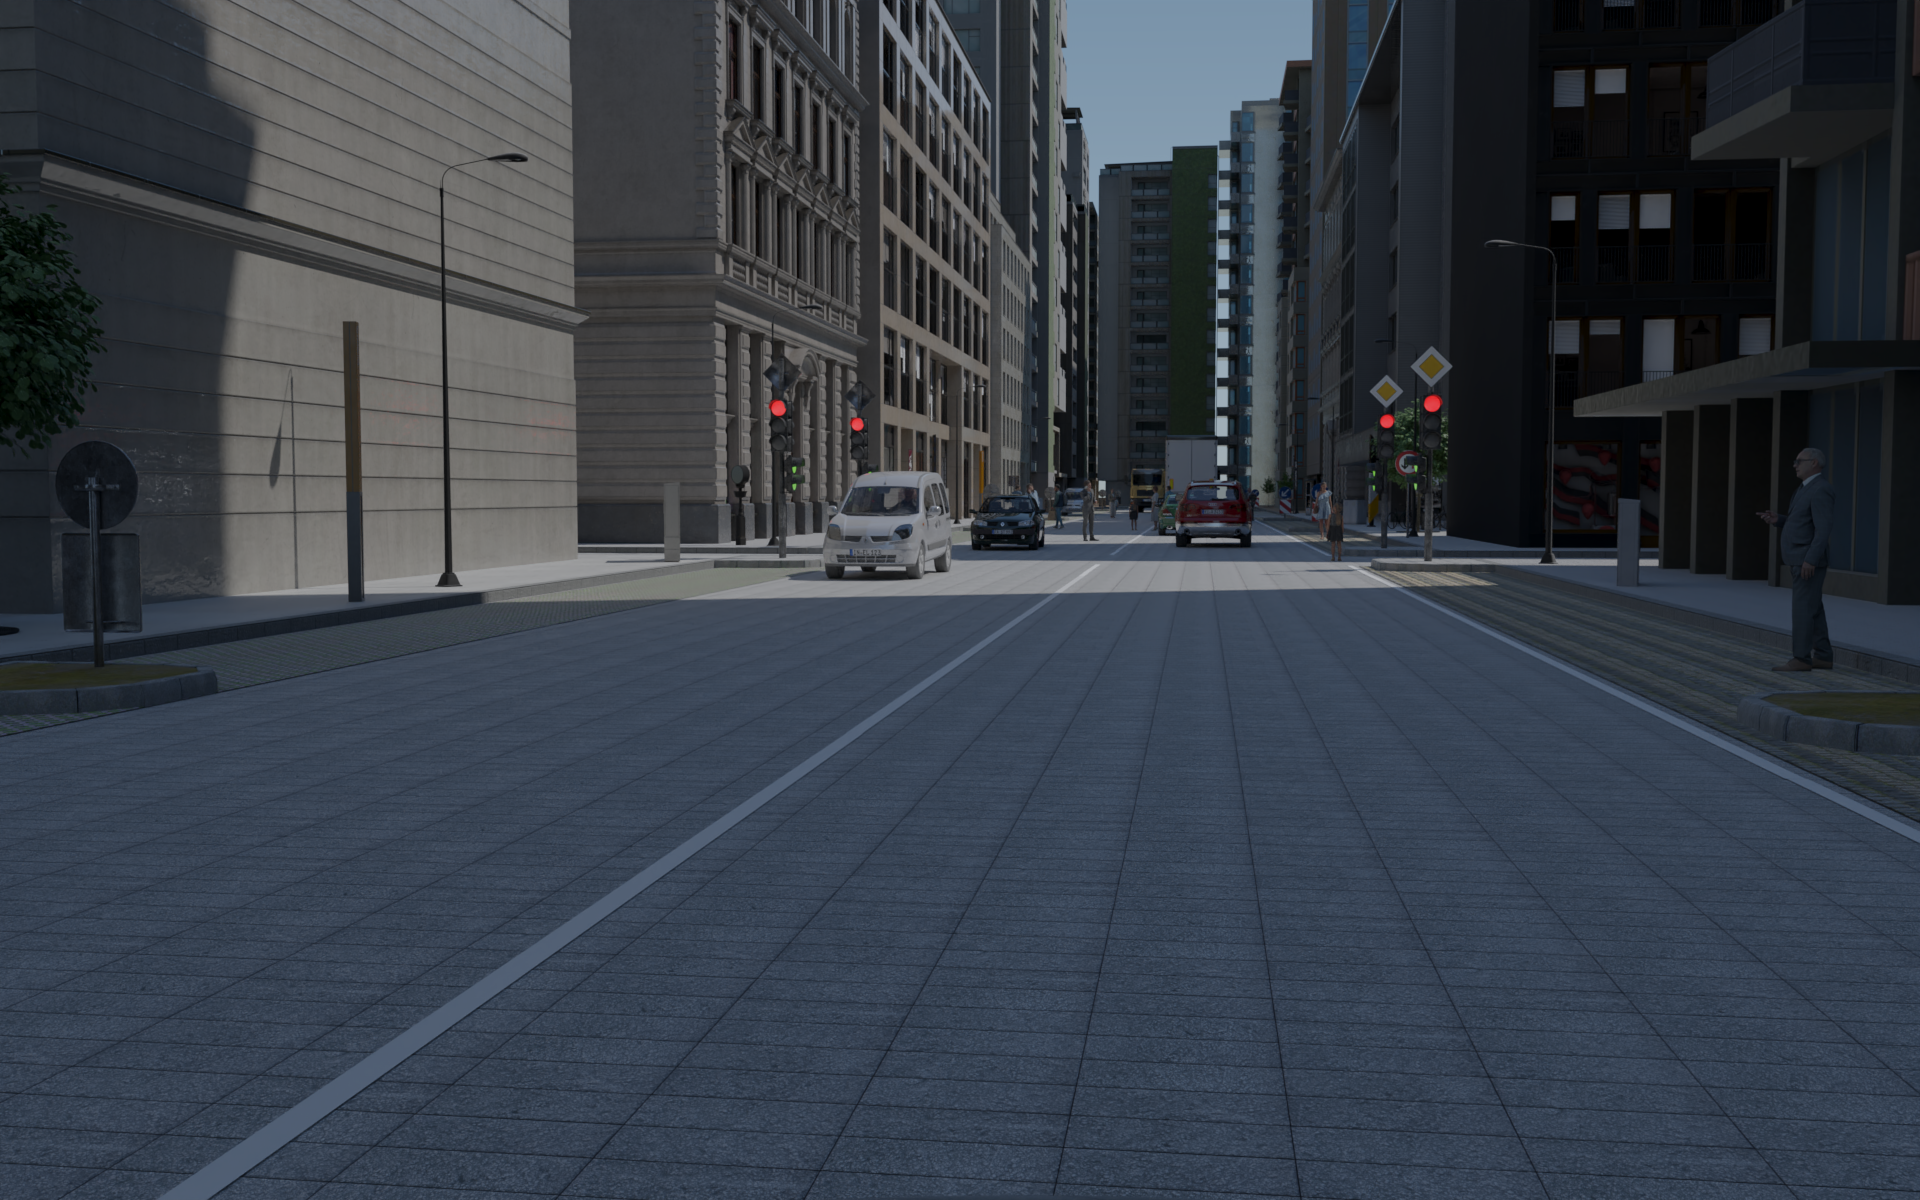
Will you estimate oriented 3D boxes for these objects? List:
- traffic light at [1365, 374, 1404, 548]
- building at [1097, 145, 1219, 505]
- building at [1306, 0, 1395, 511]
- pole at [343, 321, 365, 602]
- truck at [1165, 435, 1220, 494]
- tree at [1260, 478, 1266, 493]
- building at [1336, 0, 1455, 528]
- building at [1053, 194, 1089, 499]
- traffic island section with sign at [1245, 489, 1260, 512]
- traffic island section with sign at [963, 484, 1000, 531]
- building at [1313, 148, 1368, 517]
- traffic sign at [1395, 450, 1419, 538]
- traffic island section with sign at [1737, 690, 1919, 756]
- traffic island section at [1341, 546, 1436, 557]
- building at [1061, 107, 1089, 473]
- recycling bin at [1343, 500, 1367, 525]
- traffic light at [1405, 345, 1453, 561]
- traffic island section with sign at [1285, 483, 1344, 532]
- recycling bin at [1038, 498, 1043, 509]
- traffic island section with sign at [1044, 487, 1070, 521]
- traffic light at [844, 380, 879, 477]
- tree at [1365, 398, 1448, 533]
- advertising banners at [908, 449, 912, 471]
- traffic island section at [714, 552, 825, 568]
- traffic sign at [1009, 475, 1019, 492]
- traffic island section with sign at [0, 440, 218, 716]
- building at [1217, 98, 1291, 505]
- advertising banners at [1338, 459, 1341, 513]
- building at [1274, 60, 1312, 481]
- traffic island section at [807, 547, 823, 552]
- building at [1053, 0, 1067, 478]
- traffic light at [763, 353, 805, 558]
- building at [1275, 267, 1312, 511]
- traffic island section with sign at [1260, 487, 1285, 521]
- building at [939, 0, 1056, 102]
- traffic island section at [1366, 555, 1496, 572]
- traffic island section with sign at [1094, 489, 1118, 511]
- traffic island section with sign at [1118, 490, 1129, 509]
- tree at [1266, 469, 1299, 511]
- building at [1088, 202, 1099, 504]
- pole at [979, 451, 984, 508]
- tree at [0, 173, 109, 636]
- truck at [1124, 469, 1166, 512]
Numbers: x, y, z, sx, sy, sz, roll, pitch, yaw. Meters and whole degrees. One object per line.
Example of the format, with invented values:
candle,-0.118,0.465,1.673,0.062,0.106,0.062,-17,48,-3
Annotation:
traffic light,10.002,-3.174,40.819,0.839,4.253,0.868,0,4,8
building,23.610,-32.001,206.803,14.086,41.232,14.154,0,4,8
building,32.338,-28.927,123.065,14.600,45.320,14.200,0,4,8
pole,-7.201,-1.635,20.570,0.158,3.312,0.155,0,3,0
truck,11.851,-6.073,88.211,2.839,4.237,11.283,1,4,8
tree,30.006,-10.664,168.955,1.663,3.219,1.824,0,3,0
building,25.468,-15.855,78.290,14.314,24.678,30.058,0,4,8
building,4.866,-24.151,166.574,14.160,30.474,14.107,0,4,8
traffic island section with sign,24.029,-8.143,141.760,1.989,1.847,2.006,0,4,8
traffic island section with sign,1.223,-3.569,66.989,1.989,1.847,2.006,0,4,8
building,27.351,-16.821,103.903,11.050,23.489,19.941,0,4,8
traffic sign,13.053,-3.078,50.424,0.768,2.556,0.104,1,4,11
traffic island section with sign,5.789,-0.098,10.228,1.989,1.847,2.006,0,4,8
traffic island section,10.040,-1.140,40.927,2.009,0.180,2.903,0,4,8
building,6.676,-30.738,186.159,14.086,41.232,14.154,0,4,8
recycling bin,16.721,-3.715,73.294,0.722,1.027,0.722,-3,5,-41
traffic light,8.905,-2.690,32.909,0.839,4.253,0.868,0,4,8
traffic island section with sign,13.463,-3.482,65.554,1.989,1.847,2.006,0,4,8
recycling bin,5.114,-6.394,117.088,0.722,1.027,0.722,-2,4,-28
traffic island section with sign,4.933,-5.204,93.718,1.989,1.847,2.006,0,4,8
traffic light,-2.443,-3.278,42.522,0.839,4.253,0.868,0,4,8
tree,15.287,-4.544,58.000,4.285,4.588,4.351,0,3,0
advertising banners,-2.112,-4.309,66.644,0.090,3.025,2.074,1,4,14
traffic island section,-3.578,-0.763,34.752,2.009,0.180,2.903,0,4,8
traffic sign,2.948,-5.659,94.651,0.606,2.300,0.079,1,4,15
traffic island section with sign,-6.388,-0.212,12.094,1.989,1.847,2.006,0,4,8
building,46.319,-35.999,208.197,30.456,49.044,23.786,0,4,8
advertising banners,16.774,-4.917,76.577,0.090,3.025,2.074,1,4,10
building,42.996,-31.700,172.920,22.147,44.769,28.867,0,4,8
traffic island section,-2.481,-1.247,42.662,2.009,0.180,2.903,0,4,8
building,-5.233,-34.056,146.052,28.713,52.752,27.495,0,4,8
traffic light,-3.540,-2.795,34.612,0.839,4.253,0.868,0,4,8
building,41.081,-18.326,144.673,27.650,21.520,28.899,0,4,8
traffic island section with sign,17.193,-5.121,92.357,1.989,1.847,2.006,0,4,8
building,-0.718,-26.987,124.831,14.154,41.232,14.086,0,4,8
traffic island section,8.943,-0.657,33.018,2.009,0.180,2.903,0,4,8
traffic island section with sign,11.908,-8.281,144.018,1.989,1.847,2.006,0,4,8
traffic island section with sign,15.698,-9.954,171.375,1.989,1.847,2.006,0,4,8
tree,24.701,-8.379,131.606,1.663,3.219,1.824,0,3,0
building,5.871,-32.203,218.392,23.993,40.220,32.217,0,4,8
pole,1.009,-5.378,81.778,0.158,3.312,0.155,0,3,0
tree,-9.412,-1.956,15.699,4.285,4.588,4.351,0,3,0
truck,14.778,-8.522,135.254,3.469,3.379,9.791,1,4,9
